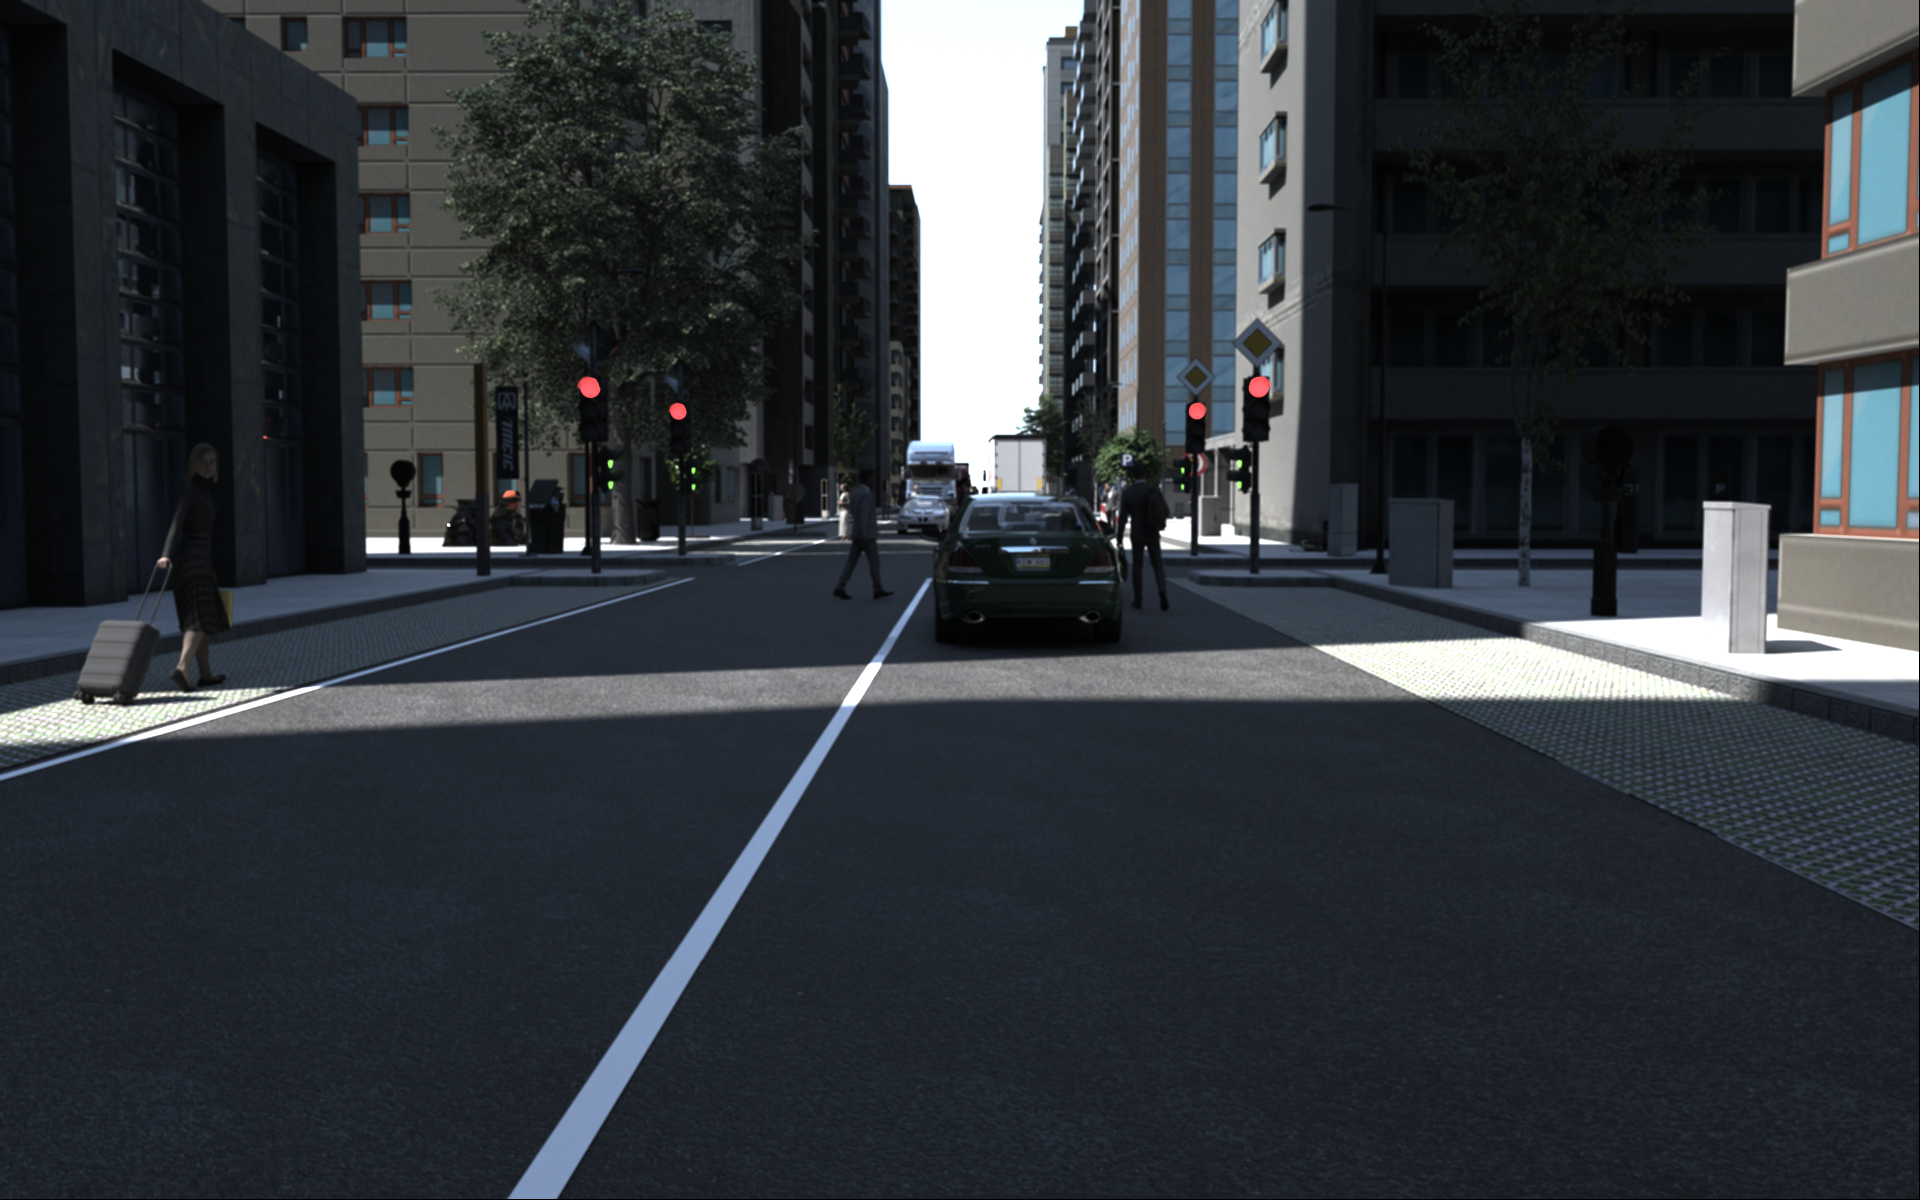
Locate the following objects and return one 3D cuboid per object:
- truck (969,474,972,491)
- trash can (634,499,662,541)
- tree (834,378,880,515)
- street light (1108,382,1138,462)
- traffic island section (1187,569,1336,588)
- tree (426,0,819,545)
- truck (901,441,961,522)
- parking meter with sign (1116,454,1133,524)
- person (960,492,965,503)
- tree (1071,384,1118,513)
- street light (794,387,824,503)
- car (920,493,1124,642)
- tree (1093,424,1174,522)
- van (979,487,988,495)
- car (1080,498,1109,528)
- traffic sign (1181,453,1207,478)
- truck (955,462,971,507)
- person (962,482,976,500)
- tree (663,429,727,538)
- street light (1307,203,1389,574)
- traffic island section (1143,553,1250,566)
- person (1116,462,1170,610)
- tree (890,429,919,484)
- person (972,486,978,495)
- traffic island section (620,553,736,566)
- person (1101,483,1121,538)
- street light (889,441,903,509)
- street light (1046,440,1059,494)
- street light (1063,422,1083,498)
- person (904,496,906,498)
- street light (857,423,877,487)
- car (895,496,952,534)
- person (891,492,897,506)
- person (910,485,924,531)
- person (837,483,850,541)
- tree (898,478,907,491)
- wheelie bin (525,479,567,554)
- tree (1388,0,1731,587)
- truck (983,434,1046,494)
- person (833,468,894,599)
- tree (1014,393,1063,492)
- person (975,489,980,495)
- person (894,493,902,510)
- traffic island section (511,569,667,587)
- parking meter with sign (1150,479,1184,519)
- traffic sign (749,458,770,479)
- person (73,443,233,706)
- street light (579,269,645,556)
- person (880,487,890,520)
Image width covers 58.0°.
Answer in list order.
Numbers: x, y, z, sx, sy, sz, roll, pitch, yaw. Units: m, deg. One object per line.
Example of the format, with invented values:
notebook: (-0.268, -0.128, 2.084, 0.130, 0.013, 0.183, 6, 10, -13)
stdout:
truck: (0.325, -15.847, 248.005, 2.839, 4.237, 11.283, 0, 4, 0)
trash can: (-8.532, -2.186, 47.399, 0.748, 1.137, 0.748, 0, 3, 0)
tree: (-7.420, -9.664, 108.361, 4.737, 8.622, 4.395, 0, 3, 0)
street light: (6.838, -6.088, 72.082, 1.470, 5.913, 1.316, 0, 4, 1)
traffic island section: (4.772, -0.346, 27.945, 2.009, 0.180, 2.903, 0, 4, 1)
tree: (-8.473, -8.385, 43.751, 9.857, 13.997, 8.962, 0, 3, 0)
truck: (-1.479, -6.363, 93.799, 2.967, 4.110, 18.799, 0, 4, 0)
parking meter with sign: (7.105, -4.852, 75.589, 0.543, 3.016, 1.738, 0, 4, -7)
person: (0.230, -8.541, 149.617, 0.415, 1.643, 0.593, 2, 4, 32)
tree: (9.411, -10.191, 116.991, 4.360, 8.622, 3.978, 0, 3, 0)
street light: (-6.605, -6.277, 75.165, 1.470, 5.913, 1.316, 0, 4, 1)
car: (0.637, -0.391, 18.197, 2.131, 1.459, 4.920, 0, 4, -1)
tree: (7.954, -5.818, 78.835, 4.285, 4.588, 4.351, 0, 3, 0)
van: (2.601, -8.367, 141.176, 2.240, 2.365, 5.245, 0, 4, 0)
car: (1.163, -0.779, 24.741, 2.014, 1.417, 4.499, 0, 4, 0)
traffic sign: (6.752, -3.057, 50.084, 0.768, 2.556, 0.104, 0, 4, 2)
truck: (-0.392, -10.195, 155.608, 2.839, 4.237, 11.283, 0, 4, 0)
person: (0.277, -2.990, 57.343, 0.822, 1.834, 0.622, 0, 4, -1)
tree: (-7.918, -3.420, 50.513, 1.663, 3.219, 1.824, 0, 3, 0)
street light: (6.240, -3.380, 27.798, 1.470, 5.913, 1.316, 0, 4, 1)
traffic island section: (4.883, -0.835, 35.930, 2.009, 0.180, 2.903, 0, 4, 1)
person: (2.280, -0.799, 21.521, 0.622, 1.834, 0.822, -1, 4, -9)
tree: (-6.103, -14.571, 188.605, 4.360, 8.622, 3.978, 0, 3, 0)
person: (0.873, -4.052, 74.965, 0.699, 1.804, 1.509, -3, 4, -38)
traffic island section: (-5.807, -0.844, 36.083, 2.009, 0.180, 2.903, 0, 4, 1)
person: (4.896, -2.905, 56.185, 0.592, 1.802, 0.473, 3, 5, 41)
street light: (-5.662, -10.990, 152.226, 1.470, 5.913, 1.316, 0, 4, 1)
street light: (7.862, -10.745, 148.221, 1.470, 5.913, 1.316, 0, 4, 1)
street light: (7.306, -8.465, 110.936, 1.470, 5.913, 1.316, 0, 4, 1)
person: (-3.968, -8.071, 140.477, 1.348, 1.821, 0.705, 0, 4, -4)
street light: (-6.145, -8.614, 113.372, 1.470, 5.913, 1.316, 0, 4, 1)
car: (-1.314, -3.121, 63.395, 2.083, 1.381, 4.827, 0, 3, 0)
person: (-7.188, -11.255, 193.341, 1.217, 1.723, 0.721, 3, 4, 36)
person: (-1.716, -3.523, 66.592, 0.782, 1.767, 0.515, 0, 4, 1)
person: (-3.579, -2.691, 53.045, 0.362, 1.759, 0.519, -2, 4, -31)
tree: (-6.060, -11.623, 184.635, 1.663, 3.219, 1.824, 0, 3, 0)
wheelie bin: (-8.910, -1.796, 37.273, 0.980, 1.594, 0.693, 2, 4, 29)
tree: (8.069, -4.489, 23.758, 4.737, 8.622, 4.395, 0, 3, 0)
truck: (2.690, -5.966, 86.462, 2.839, 4.237, 11.283, 0, 4, -1)
person: (-1.332, -0.910, 23.661, 0.850, 1.792, 0.678, -2, 4, -28)
tree: (9.441, -16.852, 193.662, 7.486, 12.596, 7.792, 0, 3, 0)
person: (1.027, -5.218, 94.645, 0.643, 1.720, 0.563, 1, 4, 18)
person: (-4.864, -7.839, 137.469, 0.742, 1.727, 0.445, -2, 4, -24)
traffic island section: (-5.918, -0.356, 28.098, 2.009, 0.180, 2.903, 0, 4, 1)
parking meter with sign: (10.511, -5.611, 88.002, 1.738, 3.016, 0.543, -1, 4, -9)
traffic sign: (-7.138, -3.761, 61.606, 0.768, 2.556, 0.104, 1, 4, 11)
person: (-5.690, -0.221, 12.339, 0.699, 1.804, 1.509, 1, 4, 19)
street light: (-7.196, -3.873, 35.858, 1.470, 5.913, 1.316, 0, 4, 1)
person: (-4.093, -5.241, 94.374, 0.511, 1.800, 0.466, 1, 4, 11)
